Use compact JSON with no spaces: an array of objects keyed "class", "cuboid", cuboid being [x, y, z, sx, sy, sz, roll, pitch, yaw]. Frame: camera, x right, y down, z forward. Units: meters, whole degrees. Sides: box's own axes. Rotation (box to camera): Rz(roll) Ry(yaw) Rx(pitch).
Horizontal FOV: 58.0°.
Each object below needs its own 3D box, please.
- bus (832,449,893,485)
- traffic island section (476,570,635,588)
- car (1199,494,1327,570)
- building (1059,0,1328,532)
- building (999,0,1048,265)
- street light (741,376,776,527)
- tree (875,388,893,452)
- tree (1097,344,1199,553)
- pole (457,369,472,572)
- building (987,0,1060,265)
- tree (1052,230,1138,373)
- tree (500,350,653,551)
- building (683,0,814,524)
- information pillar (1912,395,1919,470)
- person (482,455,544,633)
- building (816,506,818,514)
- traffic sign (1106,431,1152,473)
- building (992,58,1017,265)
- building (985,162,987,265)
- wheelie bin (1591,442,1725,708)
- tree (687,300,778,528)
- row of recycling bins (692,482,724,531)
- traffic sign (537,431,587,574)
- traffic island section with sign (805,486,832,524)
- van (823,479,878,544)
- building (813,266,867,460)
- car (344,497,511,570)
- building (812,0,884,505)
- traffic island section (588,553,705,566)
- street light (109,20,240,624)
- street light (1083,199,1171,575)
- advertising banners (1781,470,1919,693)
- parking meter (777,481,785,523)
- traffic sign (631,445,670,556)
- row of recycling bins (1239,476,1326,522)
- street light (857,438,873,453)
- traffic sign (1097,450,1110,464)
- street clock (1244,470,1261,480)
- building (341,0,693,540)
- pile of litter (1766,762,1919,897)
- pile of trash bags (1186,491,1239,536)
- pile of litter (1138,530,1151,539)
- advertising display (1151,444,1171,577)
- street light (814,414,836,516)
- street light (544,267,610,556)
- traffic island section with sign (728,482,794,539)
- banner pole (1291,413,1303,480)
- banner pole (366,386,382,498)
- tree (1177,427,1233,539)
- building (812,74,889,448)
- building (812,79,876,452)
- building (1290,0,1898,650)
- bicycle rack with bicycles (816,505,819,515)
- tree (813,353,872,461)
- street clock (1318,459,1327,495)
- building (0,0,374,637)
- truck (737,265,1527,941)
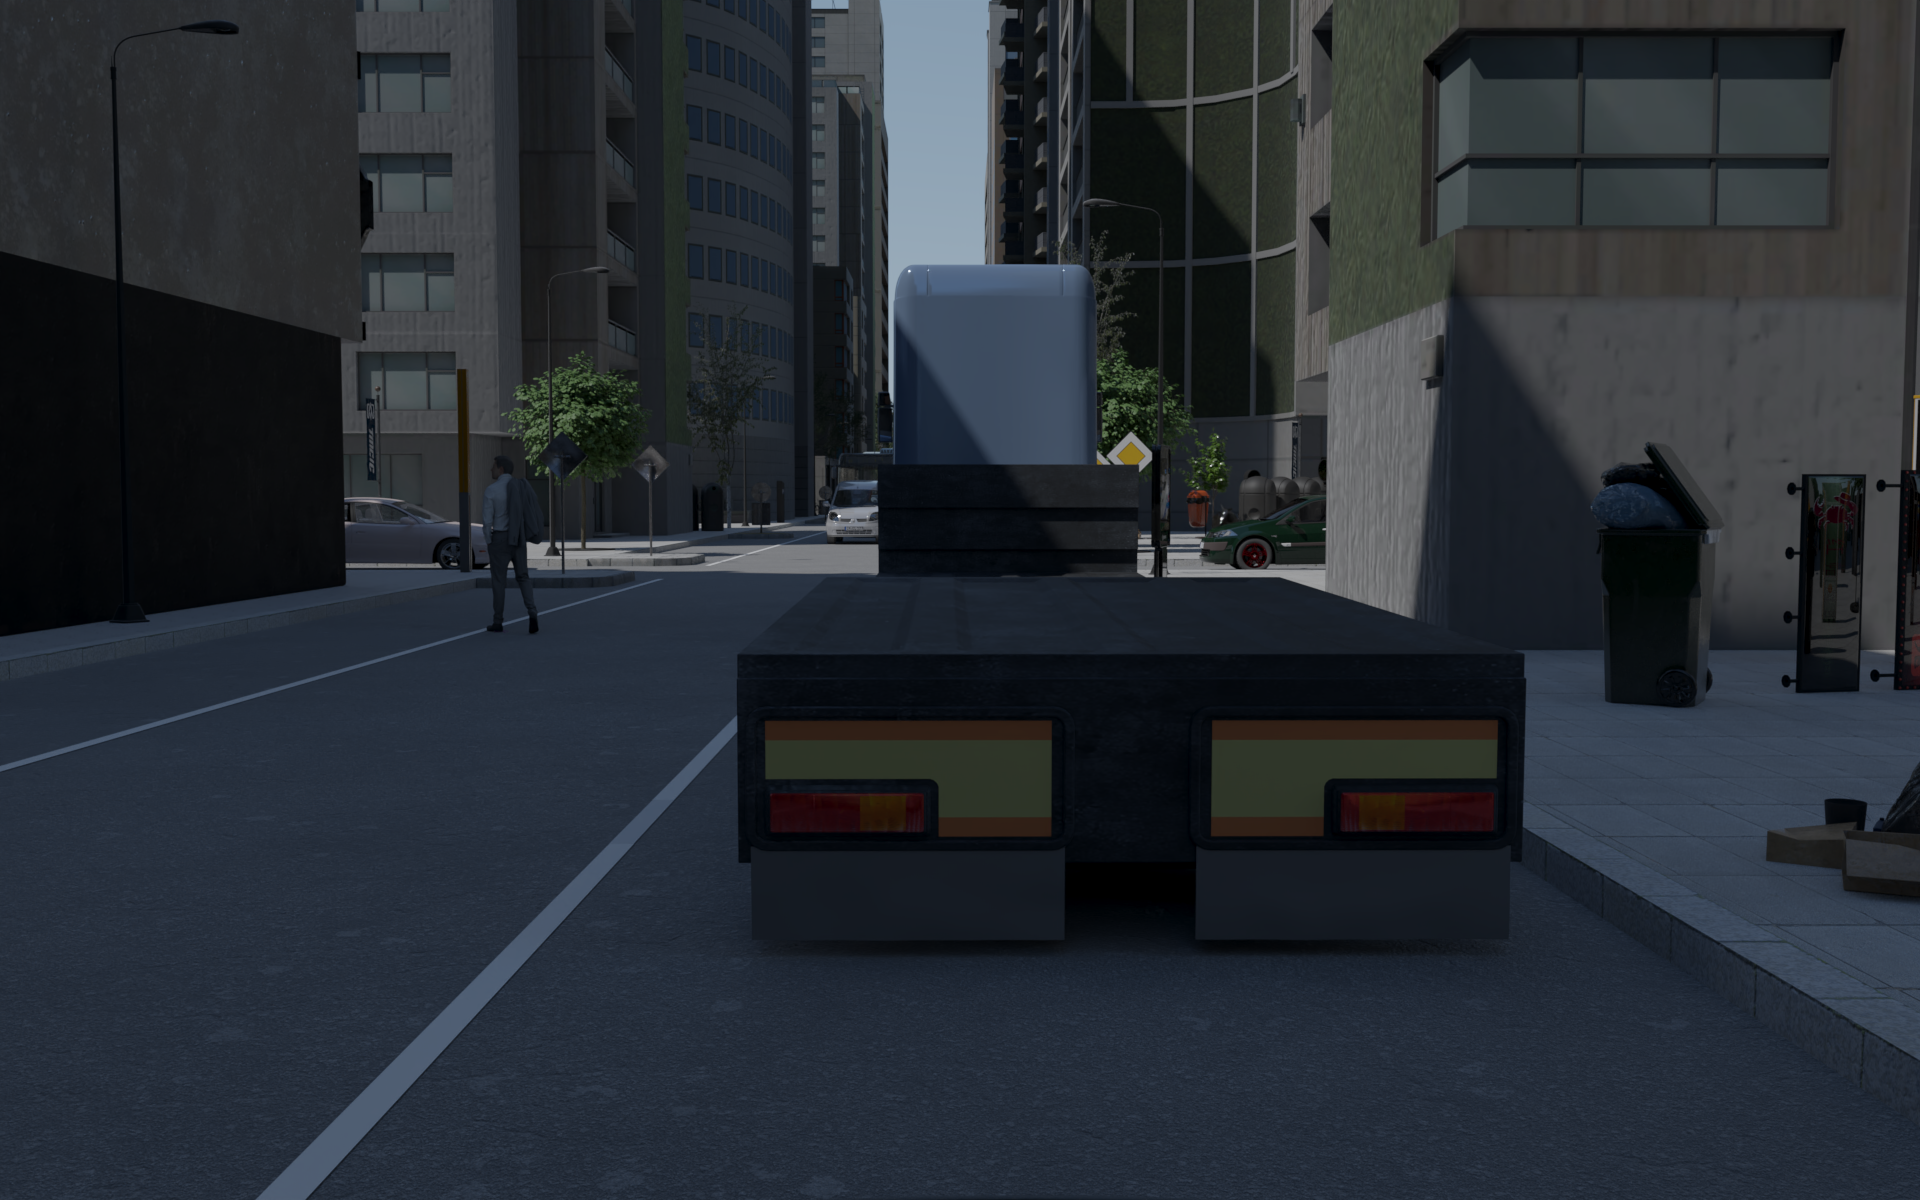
[{"class":"bus","cuboid":[-3.285,-4.638,70.685,2.948,3.499,13.247,0,4,0]},{"class":"traffic island section","cuboid":[-6.388,-0.338,27.799,2.009,0.180,2.903,0,3,0]},{"class":"car","cuboid":[6.567,-1.367,32.143,4.222,1.686,2.009,0,4,1]},{"class":"building","cuboid":[12.231,-38.171,62.346,20.563,71.187,20.611,0,3,0]},{"class":"building","cuboid":[14.069,-28.974,128.352,22.147,44.769,28.867,0,3,0]},{"class":"street light","cuboid":[-7.949,-5.861,68.369,1.470,5.913,1.316,0,3,0]},{"class":"tree","cuboid":[-9.314,-16.531,187.290,9.611,12.733,9.660,0,3,0]},{"class":"tree","cuboid":[3.552,-3.322,38.024,4.285,4.588,4.351,0,3,0]},{"class":"pole","cuboid":[-8.106,-2.109,28.324,0.158,3.312,0.155,0,3,0]},{"class":"building","cuboid":[13.783,-40.770,208.594,21.231,58.520,28.212,0,3,0]},{"class":"tree","cuboid":[3.111,-6.010,48.627,4.360,8.622,3.978,0,3,0]},{"class":"tree","cuboid":[-8.699,-3.412,39.506,4.285,4.588,4.351,0,3,0]},{"class":"building","cuboid":[-18.946,-33.206,84.923,21.231,58.520,28.212,0,3,0]},{"class":"information pillar","cuboid":[7.284,-0.511,12.852,0.304,2.012,0.304,-2,4,-23]},{"class":"person","cuboid":[-4.612,-0.568,17.882,0.679,1.850,0.850,-3,5,-43]},{"class":"building","cuboid":[-18.899,-41.681,119.728,20.563,71.187,20.611,0,3,0]},{"class":"traffic sign","cuboid":[2.730,-1.473,27.733,0.795,2.450,0.064,0,3,0]},{"class":"building","cuboid":[10.315,-32.367,179.318,14.600,45.320,14.200,0,3,0]},{"class":"building","cuboid":[14.133,-37.338,234.181,21.300,48.544,21.600,0,3,0]},{"class":"wheelie bin","cuboid":[4.285,-0.169,10.677,0.693,1.594,0.980,2,4,31]},{"class":"tree","cuboid":[-8.908,-6.999,64.796,4.360,8.622,3.978,0,3,0]},{"class":"row of recycling bins","cuboid":[-9.920,-3.235,60.010,3.534,1.692,1.069,0,4,4]},{"class":"traffic sign","cuboid":[-6.364,-1.474,27.738,0.795,2.450,0.064,0,3,0]},{"class":"traffic island section with sign","cuboid":[-6.501,-4.629,84.309,1.989,1.847,2.006,0,3,0]},{"class":"van","cuboid":[-2.965,-2.675,50.745,2.013,2.044,4.112,0,4,1]},{"class":"building","cuboid":[-22.447,-18.404,145.947,27.650,21.520,28.899,0,3,0]},{"class":"car","cuboid":[-10.765,-1.236,32.575,4.827,1.381,2.083,0,4,-2]},{"class":"building","cuboid":[-19.325,-49.984,255.484,20.563,71.187,20.611,0,3,0]},{"class":"traffic island section","cuboid":[-6.401,-0.826,35.784,2.009,0.180,2.903,0,3,0]},{"class":"street light","cuboid":[-7.764,-2.727,17.136,1.470,5.913,1.316,0,3,0]},{"class":"street light","cuboid":[2.638,-3.358,27.439,1.470,5.913,1.316,0,3,0]},{"class":"advertising banners","cuboid":[6.322,-0.923,11.281,2.074,3.025,0.090,-1,4,-13]},{"class":"parking meter","cuboid":[-7.975,-4.360,77.004,0.255,1.863,0.399,1,4,13]},{"class":"traffic sign","cuboid":[-6.378,-1.962,35.723,0.795,2.450,0.064,0,3,0]},{"class":"row of recycling bins","cuboid":[7.848,-2.081,41.140,1.069,1.692,3.534,3,5,42]},{"class":"street light","cuboid":[-7.999,-10.526,144.647,1.470,5.913,1.316,0,3,0]},{"class":"traffic sign","cuboid":[2.716,-1.962,35.718,0.795,2.450,0.064,0,3,0]},{"class":"street clock","cuboid":[8.709,-2.879,51.648,0.471,2.002,0.358,-1,4,-22]},{"class":"building","cuboid":[-16.034,-22.436,50.416,14.154,41.232,14.086,0,3,0]},{"class":"pile of litter","cuboid":[3.396,0.513,5.576,1.176,0.858,1.719,0,4,-7]},{"class":"pile of trash bags","cuboid":[7.155,-2.135,44.663,3.447,1.369,1.912,-3,4,-38]},{"class":"pile of litter","cuboid":[4.663,-2.160,49.289,1.719,0.858,1.176,1,4,14]},{"class":"advertising display","cuboid":[2.656,-1.080,22.879,0.123,1.923,0.974,1,4,15]},{"class":"street light","cuboid":[-7.927,-7.845,100.802,1.470,5.913,1.316,0,3,0]},{"class":"street light","cuboid":[-7.867,-3.856,35.590,1.470,5.913,1.316,0,3,0]},{"class":"traffic island section with sign","cuboid":[-6.444,-2.916,56.309,1.989,1.847,2.006,0,3,0]},{"class":"banner pole","cuboid":[10.377,-3.874,53.354,0.401,3.779,0.863,2,4,35]},{"class":"banner pole","cuboid":[-13.530,-3.060,40.051,0.401,3.779,0.863,0,4,7]},{"class":"tree","cuboid":[7.365,-3.381,49.874,1.663,3.219,1.824,0,3,0]},{"class":"building","cuboid":[-19.480,-35.520,204.456,21.300,48.544,21.600,0,3,0]},{"class":"building","cuboid":[-15.492,-29.554,166.809,14.154,41.232,14.086,0,3,0]},{"class":"building","cuboid":[11.015,-15.196,20.151,14.160,30.474,14.107,0,3,0]},{"class":"bicycle rack with bicycles","cuboid":[-9.522,-5.534,103.857,2.852,0.926,2.925,3,5,42]},{"class":"tree","cuboid":[-9.595,-10.538,106.710,8.767,10.594,7.601,0,4,-7]},{"class":"street clock","cuboid":[7.586,-1.903,35.681,0.358,2.002,0.471,-1,4,-22]},{"class":"building","cuboid":[-16.958,-9.242,18.566,16.811,18.784,16.820,0,3,0]},{"class":"truck","cuboid":[0.457,-1.517,14.568,2.967,4.110,18.799,0,4,0]}]
